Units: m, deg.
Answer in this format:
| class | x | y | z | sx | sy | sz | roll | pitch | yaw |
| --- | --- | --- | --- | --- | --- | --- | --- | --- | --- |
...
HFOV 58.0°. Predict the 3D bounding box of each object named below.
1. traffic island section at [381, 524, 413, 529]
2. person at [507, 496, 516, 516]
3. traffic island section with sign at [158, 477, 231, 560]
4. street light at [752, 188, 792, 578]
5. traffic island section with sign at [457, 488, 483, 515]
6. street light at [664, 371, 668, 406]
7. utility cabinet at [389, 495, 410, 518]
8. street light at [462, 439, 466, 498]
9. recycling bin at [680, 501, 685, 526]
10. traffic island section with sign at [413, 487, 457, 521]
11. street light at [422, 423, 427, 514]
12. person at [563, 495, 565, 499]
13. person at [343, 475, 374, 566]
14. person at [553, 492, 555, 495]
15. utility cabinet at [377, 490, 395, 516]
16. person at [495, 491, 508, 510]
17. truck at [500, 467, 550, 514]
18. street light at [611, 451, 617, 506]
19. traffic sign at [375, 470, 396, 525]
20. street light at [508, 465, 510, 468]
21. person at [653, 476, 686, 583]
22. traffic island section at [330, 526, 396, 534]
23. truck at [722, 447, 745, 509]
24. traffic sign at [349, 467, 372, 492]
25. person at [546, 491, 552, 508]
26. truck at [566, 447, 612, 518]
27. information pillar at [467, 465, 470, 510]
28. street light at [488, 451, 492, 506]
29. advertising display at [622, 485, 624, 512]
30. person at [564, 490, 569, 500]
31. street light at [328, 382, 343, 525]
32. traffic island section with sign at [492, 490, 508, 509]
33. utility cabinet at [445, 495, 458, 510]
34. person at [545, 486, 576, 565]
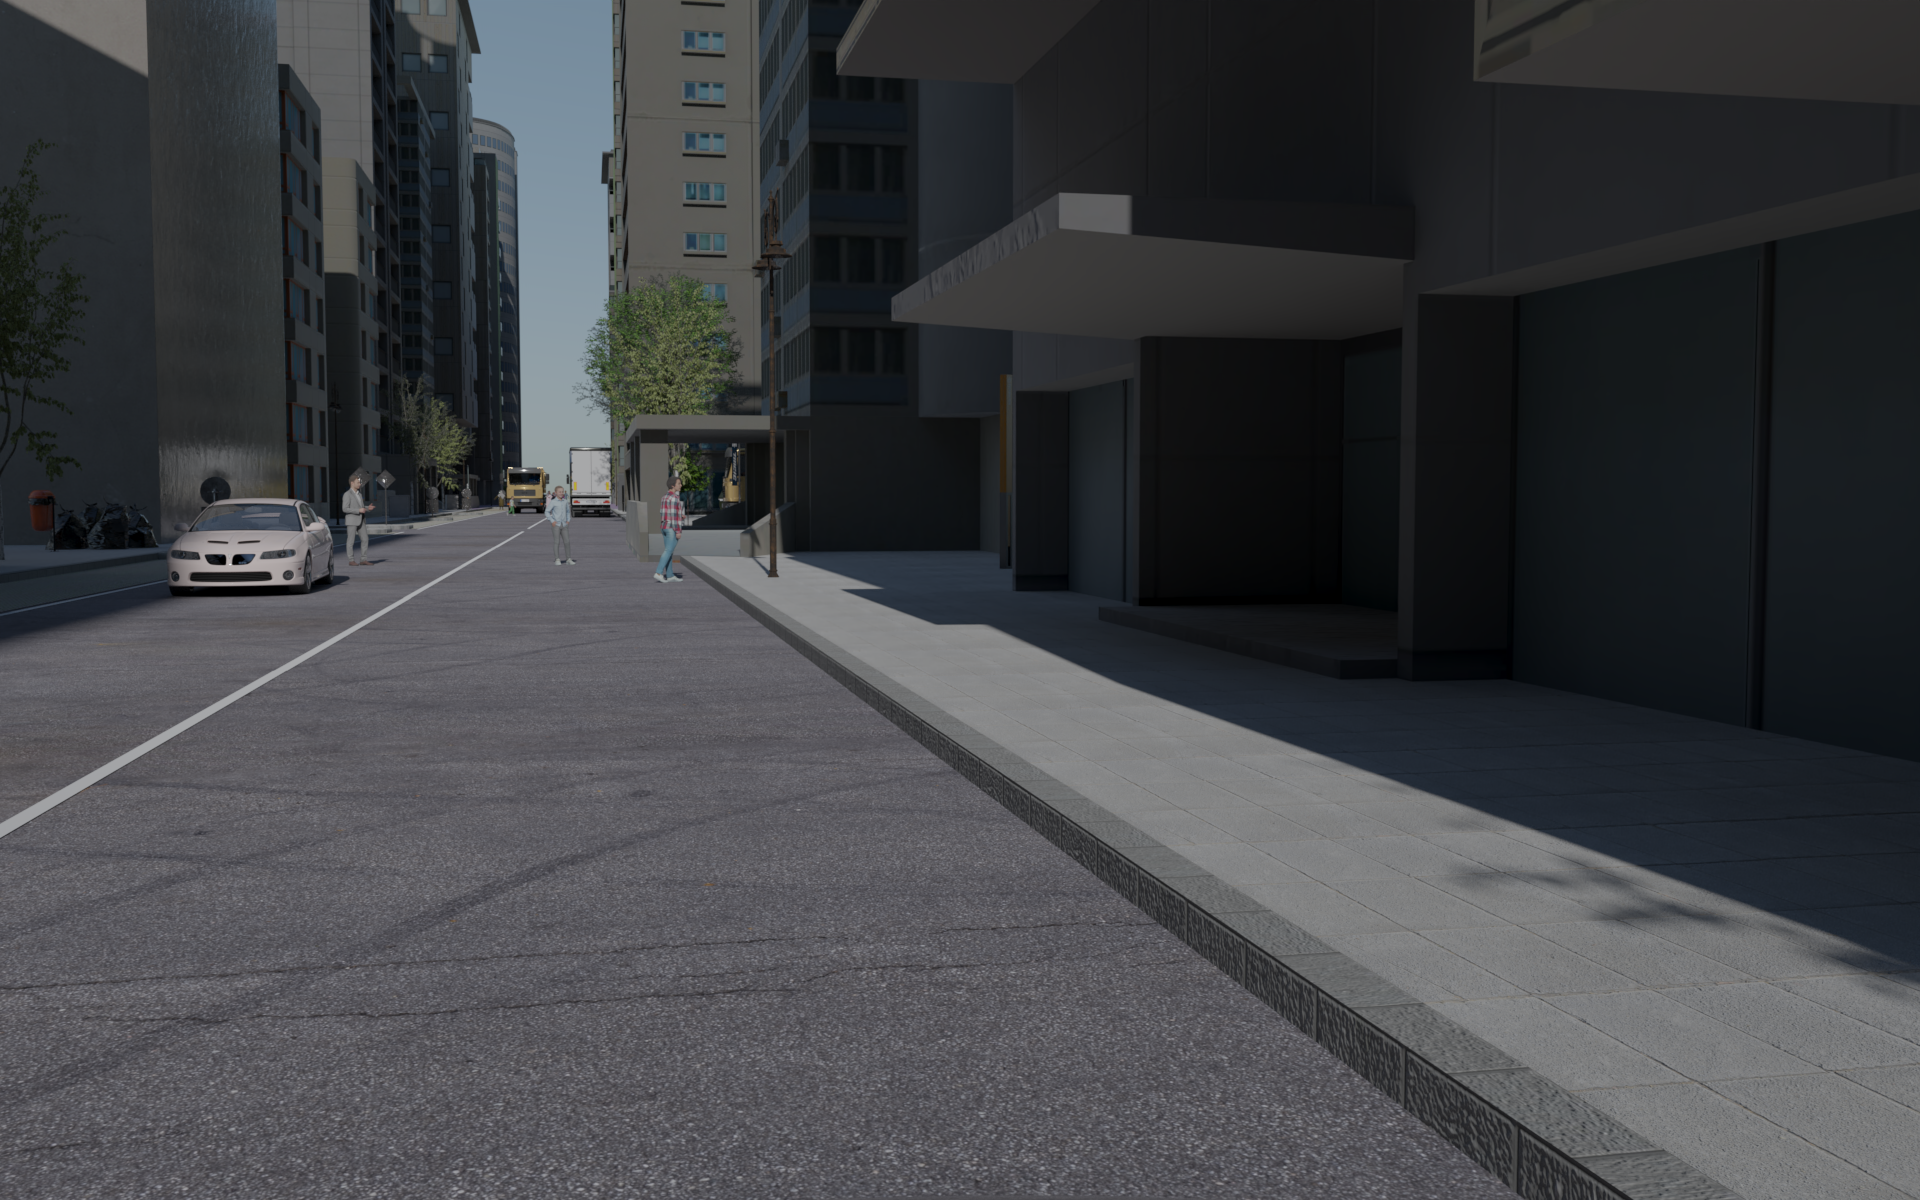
| class | x | y | z | sx | sy | sz | roll | pitch | yaw |
| --- | --- | --- | --- | --- | --- | --- | --- | --- | --- |
| traffic island section | -23.617 | -2.994 | 71.235 | 2.009 | 0.180 | 2.903 | -1 | 4 | -12 |
| person | -29.560 | -6.198 | 114.088 | 0.590 | 1.304 | 0.306 | 0 | 4 | -2 |
| traffic island section with sign | -16.669 | -1.839 | 38.700 | 1.989 | 1.847 | 2.006 | -1 | 4 | -12 |
| street light | -2.876 | -3.286 | 26.514 | 0.468 | 5.910 | 1.993 | -1 | 4 | -12 |
| traffic island section with sign | -33.998 | -6.786 | 119.571 | 1.989 | 1.847 | 2.006 | -1 | 4 | -12 |
| street light | -11.042 | -5.655 | 65.245 | 0.468 | 5.910 | 1.993 | -1 | 4 | -12 |
| utility cabinet | -30.453 | -5.068 | 94.016 | 1.020 | 1.237 | 0.306 | -1 | 4 | -19 |
| street light | -41.752 | -10.580 | 145.767 | 0.468 | 5.910 | 1.993 | -1 | 4 | -12 |
| recycling bin | -10.175 | -2.970 | 61.113 | 0.722 | 1.027 | 0.722 | -2 | 4 | -31 |
| traffic island section with sign | -28.311 | -5.165 | 93.070 | 1.989 | 1.847 | 2.006 | -1 | 4 | -12 |
| street light | -34.205 | -8.433 | 110.671 | 0.468 | 5.910 | 1.993 | -1 | 4 | -12 |
| person | -40.688 | -10.177 | 178.115 | 0.599 | 1.433 | 0.991 | -3 | 4 | -39 |
| person | -12.000 | -1.584 | 34.594 | 0.583 | 1.804 | 0.606 | 1 | 4 | 11 |
| person | -63.182 | -15.876 | 268.792 | 1.217 | 1.743 | 0.721 | 2 | 4 | 27 |
| utility cabinet | -33.491 | -5.647 | 101.009 | 0.318 | 1.500 | 1.173 | 2 | 4 | 34 |
| person | -41.404 | -8.999 | 156.369 | 1.217 | 1.736 | 0.721 | -1 | 4 | -9 |
| truck | -31.978 | -8.068 | 127.833 | 3.469 | 3.379 | 9.791 | -1 | 4 | -12 |
| street light | -36.167 | -12.807 | 182.189 | 0.468 | 5.910 | 1.993 | -1 | 4 | -12 |
| traffic sign | -23.595 | -4.131 | 71.178 | 0.795 | 2.450 | 0.064 | -1 | 4 | -12 |
| street light | -59.222 | -15.584 | 227.586 | 0.468 | 5.910 | 1.993 | -1 | 4 | -12 |
| person | -4.736 | -1.153 | 28.189 | 0.643 | 1.720 | 0.563 | -2 | 4 | -27 |
| traffic island section | -21.943 | -2.517 | 63.427 | 2.009 | 0.180 | 2.903 | -1 | 4 | -12 |
| truck | -5.707 | -4.618 | 71.425 | 9.791 | 3.379 | 3.469 | -1 | 4 | -11 |
| traffic sign | -21.922 | -3.653 | 63.370 | 0.795 | 2.450 | 0.064 | -1 | 4 | -12 |
| person | -37.105 | -9.008 | 156.443 | 0.621 | 1.740 | 0.551 | 1 | 4 | 18 |
| truck | -23.327 | -7.352 | 109.121 | 2.839 | 4.237 | 11.283 | -1 | 4 | -13 |
| information pillar | -39.940 | -9.125 | 140.547 | 0.183 | 3.616 | 0.504 | -1 | 4 | -13 |
| street light | -50.069 | -12.969 | 184.825 | 0.468 | 5.910 | 1.993 | -1 | 4 | -12 |
| advertising display | -24.440 | -7.366 | 125.652 | 0.123 | 1.923 | 0.974 | -1 | 4 | -8 |
| person | -42.737 | -10.958 | 187.643 | 1.348 | 1.826 | 0.705 | 3 | 4 | 38 |
| street light | -25.686 | -6.028 | 71.344 | 0.468 | 5.910 | 1.993 | -1 | 4 | -12 |
| traffic island section with sign | -44.532 | -9.791 | 168.713 | 1.989 | 1.847 | 2.006 | -1 | 4 | -12 |
| utility cabinet | -41.178 | -7.899 | 140.312 | 0.306 | 1.237 | 1.020 | 3 | 5 | 43 |
| person | -8.060 | -1.503 | 34.891 | 0.589 | 1.601 | 0.330 | -2 | 4 | -34 |
